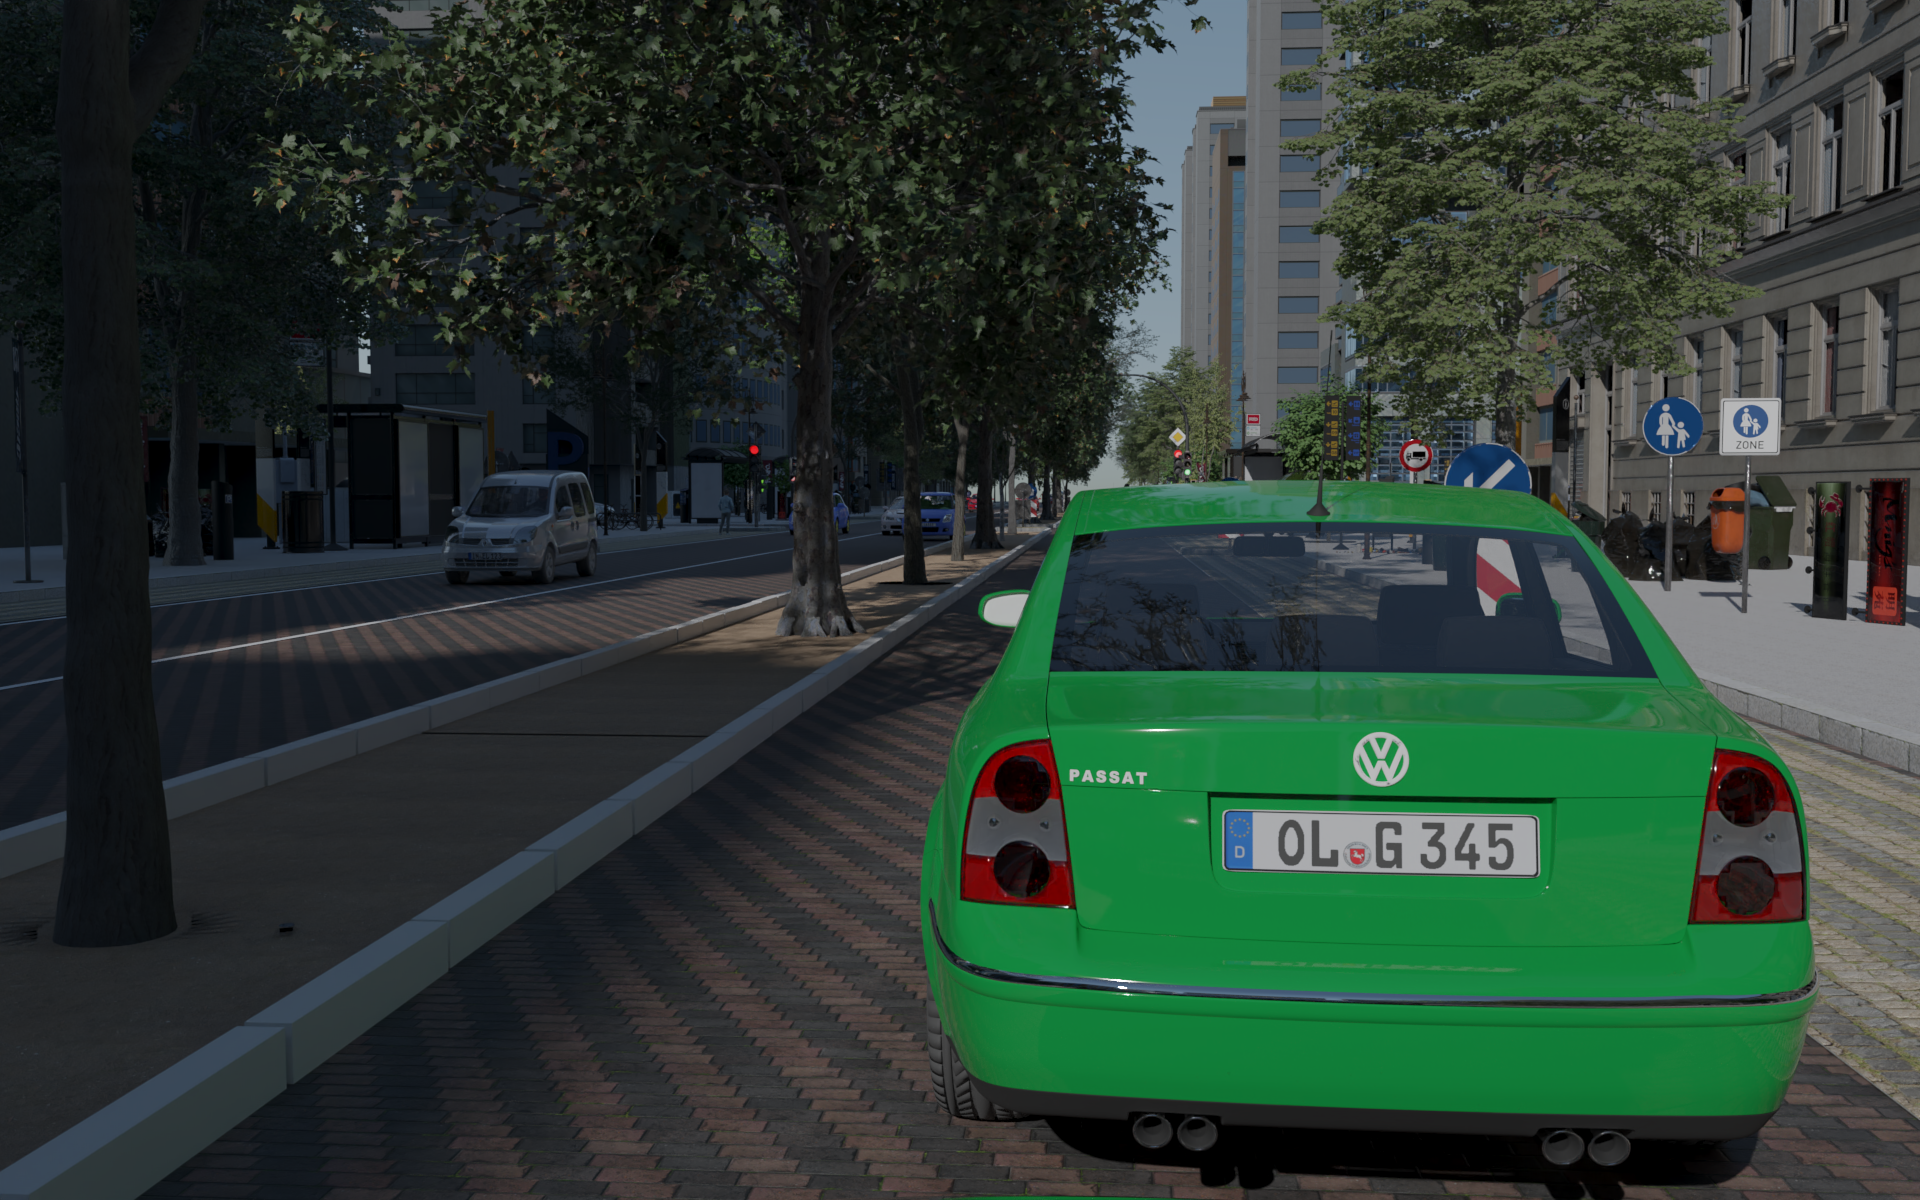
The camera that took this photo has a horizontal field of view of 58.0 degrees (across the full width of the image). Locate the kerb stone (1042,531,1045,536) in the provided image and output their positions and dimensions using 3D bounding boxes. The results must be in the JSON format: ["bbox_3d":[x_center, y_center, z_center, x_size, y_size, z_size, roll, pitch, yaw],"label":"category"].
[{"bbox_3d":[2.565,-2.055,55.789,0.120,0.150,1.000,0,4,5],"label":"kerb stone"}]

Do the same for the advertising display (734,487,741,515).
[{"bbox_3d":[-13.554,-6.131,105.454,0.123,1.923,0.974,1,4,12],"label":"advertising display"}]

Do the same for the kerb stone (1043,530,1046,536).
[{"bbox_3d":[2.660,-2.117,56.807,0.120,0.150,1.000,0,4,5],"label":"kerb stone"}]

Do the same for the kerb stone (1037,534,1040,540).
[{"bbox_3d":[2.232,-1.803,51.681,0.120,0.150,1.000,0,4,5],"label":"kerb stone"}]

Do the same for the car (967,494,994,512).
[{"bbox_3d":[1.623,-7.775,136.154,2.155,1.783,4.494,0,4,4],"label":"car"}]

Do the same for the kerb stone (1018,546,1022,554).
[{"bbox_3d":[1.303,-1.115,40.462,0.120,0.150,1.000,0,4,5],"label":"kerb stone"}]

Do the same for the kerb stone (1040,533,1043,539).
[{"bbox_3d":[2.404,-1.929,53.735,0.120,0.150,1.000,0,4,5],"label":"kerb stone"}]

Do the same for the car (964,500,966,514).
[{"bbox_3d":[-0.639,-6.253,114.033,2.131,1.459,4.920,0,4,3],"label":"car"}]

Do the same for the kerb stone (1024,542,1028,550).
[{"bbox_3d":[1.562,-1.299,43.521,0.120,0.150,1.000,0,4,5],"label":"kerb stone"}]

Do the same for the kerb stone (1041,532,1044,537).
[{"bbox_3d":[2.489,-1.986,54.764,0.120,0.150,1.000,0,4,5],"label":"kerb stone"}]

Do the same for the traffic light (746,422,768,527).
[{"bbox_3d":[-7.854,-4.765,66.826,0.839,4.253,0.868,0,4,5],"label":"traffic light"}]

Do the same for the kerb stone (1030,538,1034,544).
[{"bbox_3d":[1.893,-1.554,47.597,0.120,0.150,1.000,0,4,5],"label":"kerb stone"}]

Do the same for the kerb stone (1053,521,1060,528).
[{"bbox_3d":[4.305,-3.339,76.789,0.120,0.150,1.000,0,4,5],"label":"kerb stone"}]

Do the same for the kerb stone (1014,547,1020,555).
[{"bbox_3d":[1.223,-1.051,39.439,0.120,0.150,1.000,0,4,5],"label":"kerb stone"}]

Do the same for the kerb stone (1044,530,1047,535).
[{"bbox_3d":[2.744,-2.173,57.826,0.120,0.150,1.000,0,4,5],"label":"kerb stone"}]

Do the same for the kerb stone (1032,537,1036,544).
[{"bbox_3d":[1.979,-1.614,48.620,0.120,0.150,1.000,0,4,5],"label":"kerb stone"}]

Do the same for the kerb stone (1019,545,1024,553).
[{"bbox_3d":[1.394,-1.178,41.483,0.120,0.150,1.000,0,4,5],"label":"kerb stone"}]

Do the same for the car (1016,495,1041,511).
[{"bbox_3d":[5.773,-8.357,145.672,2.155,1.783,4.494,0,4,3],"label":"car"}]

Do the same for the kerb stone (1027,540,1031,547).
[{"bbox_3d":[1.731,-1.429,45.558,0.120,0.150,1.000,0,4,5],"label":"kerb stone"}]

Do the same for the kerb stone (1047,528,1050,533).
[{"bbox_3d":[2.992,-2.366,60.884,0.120,0.150,1.000,0,4,5],"label":"kerb stone"}]

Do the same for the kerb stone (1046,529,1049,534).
[{"bbox_3d":[2.909,-2.304,59.864,0.120,0.150,1.000,0,4,5],"label":"kerb stone"}]

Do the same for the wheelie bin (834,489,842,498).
[{"bbox_3d":[-8.265,-6.626,116.238,0.693,1.594,0.980,0,4,6],"label":"wheelie bin"}]

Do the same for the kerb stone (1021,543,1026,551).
[{"bbox_3d":[1.478,-1.239,42.502,0.120,0.150,1.000,0,4,5],"label":"kerb stone"}]

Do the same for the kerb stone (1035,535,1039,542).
[{"bbox_3d":[2.152,-1.741,50.661,0.120,0.150,1.000,0,4,5],"label":"kerb stone"}]

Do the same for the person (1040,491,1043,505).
[{"bbox_3d":[11.391,-14.005,237.420,1.348,1.831,0.705,3,5,44],"label":"person"}]

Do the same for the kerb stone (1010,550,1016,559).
[{"bbox_3d":[1.061,-0.925,37.389,0.120,0.150,1.000,0,4,5],"label":"kerb stone"}]

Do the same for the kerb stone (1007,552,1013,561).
[{"bbox_3d":[0.975,-0.861,36.367,0.120,0.150,1.000,0,4,5],"label":"kerb stone"}]

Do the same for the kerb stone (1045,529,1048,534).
[{"bbox_3d":[2.820,-2.232,58.846,0.120,0.150,1.000,0,4,5],"label":"kerb stone"}]

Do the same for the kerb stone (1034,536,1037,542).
[{"bbox_3d":[2.058,-1.678,49.639,0.120,0.150,1.000,0,4,5],"label":"kerb stone"}]

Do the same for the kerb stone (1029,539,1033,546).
[{"bbox_3d":[1.811,-1.486,46.578,0.120,0.150,1.000,0,4,5],"label":"kerb stone"}]

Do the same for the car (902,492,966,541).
[{"bbox_3d":[-0.801,-2.723,54.118,1.945,1.707,3.694,0,4,6],"label":"car"}]

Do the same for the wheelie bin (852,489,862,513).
[{"bbox_3d":[-6.898,-6.625,116.227,0.693,1.594,0.980,-1,4,-14],"label":"wheelie bin"}]

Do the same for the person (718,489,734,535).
[{"bbox_3d":[-8.129,-3.052,60.216,0.589,1.601,0.330,1,4,19],"label":"person"}]

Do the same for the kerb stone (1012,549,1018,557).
[{"bbox_3d":[1.143,-0.987,38.418,0.120,0.150,1.000,0,4,5],"label":"kerb stone"}]

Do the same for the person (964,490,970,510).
[{"bbox_3d":[0.633,-9.184,158.522,0.599,1.838,0.709,1,4,20],"label":"person"}]

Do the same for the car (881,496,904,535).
[{"bbox_3d":[-1.659,-3.021,61.757,2.083,1.381,4.827,0,4,5],"label":"car"}]

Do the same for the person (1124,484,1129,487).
[{"bbox_3d":[5.976,-3.259,61.967,0.419,1.800,0.721,1,4,12],"label":"person"}]

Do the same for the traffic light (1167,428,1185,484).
[{"bbox_3d":[9.209,-5.170,73.454,0.839,4.253,0.868,0,4,5],"label":"traffic light"}]

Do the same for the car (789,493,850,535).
[{"bbox_3d":[-5.009,-3.192,61.781,1.945,1.707,3.694,0,4,6],"label":"car"}]

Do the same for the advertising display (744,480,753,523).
[{"bbox_3d":[-9.526,-4.466,78.235,0.123,1.923,0.974,1,4,9],"label":"advertising display"}]

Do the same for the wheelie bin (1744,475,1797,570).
[{"bbox_3d":[13.719,-1.320,29.488,0.980,1.594,0.693,-2,4,-30],"label":"wheelie bin"}]

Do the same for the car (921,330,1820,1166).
[{"bbox_3d":[0.970,0.216,5.259,1.959,1.807,4.718,0,4,6],"label":"car"}]

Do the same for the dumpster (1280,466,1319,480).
[{"bbox_3d":[10.499,-3.105,53.265,1.502,2.255,1.985,0,4,4],"label":"dumpster"}]

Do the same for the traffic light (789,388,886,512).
[{"bbox_3d":[-5.106,-6.115,74.648,4.771,5.953,1.251,0,4,5],"label":"traffic light"}]

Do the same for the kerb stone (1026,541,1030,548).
[{"bbox_3d":[1.657,-1.367,44.539,0.120,0.150,1.000,0,4,5],"label":"kerb stone"}]

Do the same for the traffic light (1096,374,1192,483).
[{"bbox_3d":[6.461,-5.557,65.526,4.771,5.953,1.251,0,4,5],"label":"traffic light"}]

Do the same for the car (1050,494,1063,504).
[{"bbox_3d":[11.582,-12.347,210.919,2.155,1.783,4.494,0,4,3],"label":"car"}]

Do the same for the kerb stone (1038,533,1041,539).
[{"bbox_3d":[2.326,-1.866,52.711,0.120,0.150,1.000,0,4,5],"label":"kerb stone"}]
